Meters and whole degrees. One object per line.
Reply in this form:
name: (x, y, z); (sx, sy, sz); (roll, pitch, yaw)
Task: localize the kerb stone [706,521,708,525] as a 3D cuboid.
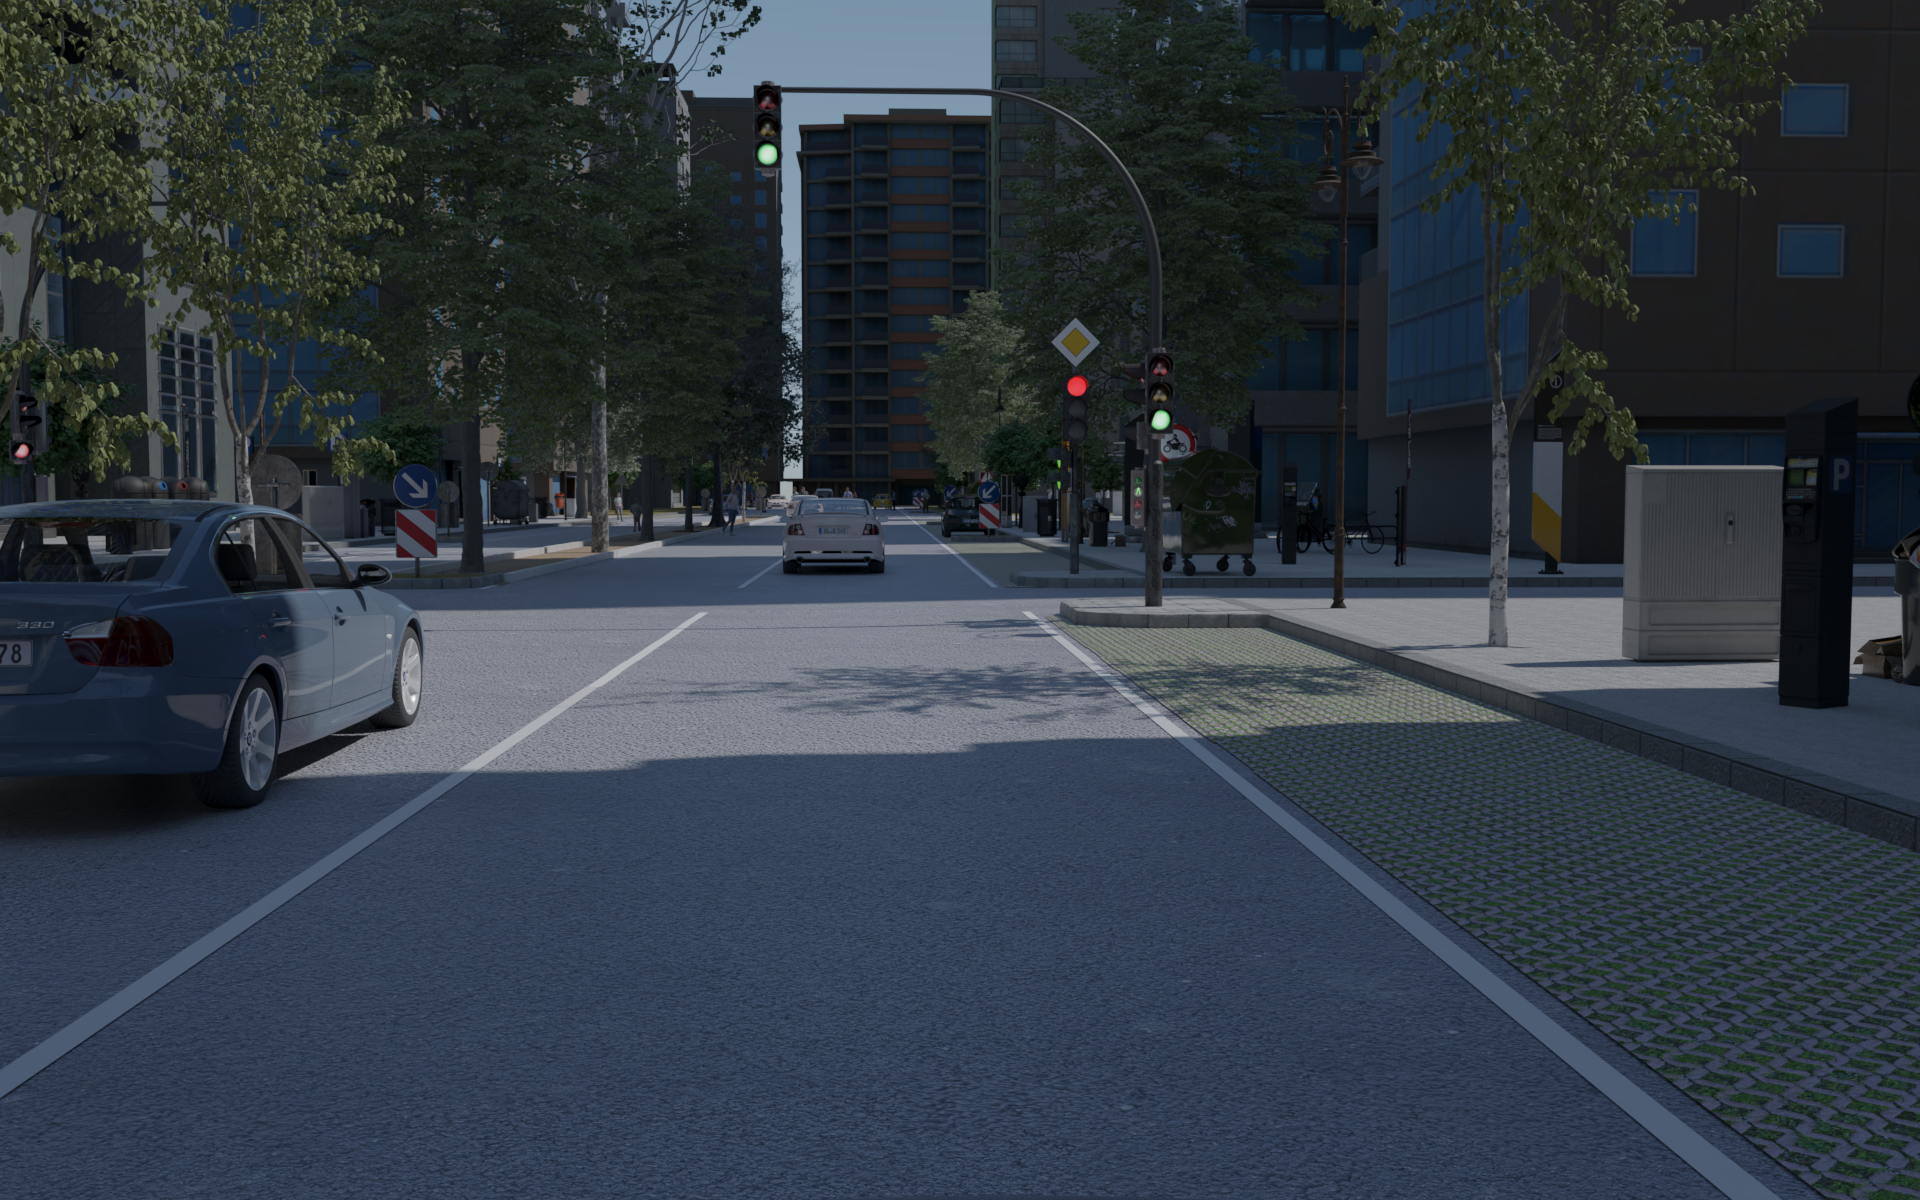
kerb stone: (-11.789, -3.507, 79.533); (0.120, 0.150, 1.000); (0, 4, -3)

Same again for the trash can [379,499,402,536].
trash can: (-17.419, -2.531, 53.040); (0.748, 1.137, 0.748); (0, 3, 0)

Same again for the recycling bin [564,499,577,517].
recycling bin: (-21.628, -5.150, 96.755); (0.722, 1.027, 0.722); (2, 4, 24)

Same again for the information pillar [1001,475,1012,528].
information pillar: (1.763, -3.733, 65.534); (0.304, 2.012, 0.304); (3, 5, 41)

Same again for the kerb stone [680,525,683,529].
kerb stone: (-11.316, -2.880, 69.291); (0.120, 0.150, 1.000); (0, 4, -3)

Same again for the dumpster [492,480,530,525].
dumpster: (-18.569, -4.024, 71.555); (1.264, 1.857, 1.865); (0, 4, -3)

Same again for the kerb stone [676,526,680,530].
kerb stone: (-11.273, -2.818, 68.269); (0.120, 0.150, 1.000); (0, 4, -3)

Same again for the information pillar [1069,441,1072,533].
information pillar: (3.524, -3.927, 55.559); (0.183, 3.616, 0.504); (-1, 4, -19)

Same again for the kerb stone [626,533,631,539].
kerb stone: (-10.659, -2.001, 54.947); (0.120, 0.150, 1.000); (0, 4, -3)

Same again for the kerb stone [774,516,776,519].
kerb stone: (-10.449, -4.511, 95.953); (0.120, 0.150, 1.000); (0, 4, -3)

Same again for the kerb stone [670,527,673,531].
kerb stone: (-11.182, -2.693, 66.219); (0.120, 0.150, 1.000); (0, 4, -3)

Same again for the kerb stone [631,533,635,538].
kerb stone: (-10.703, -2.066, 55.968); (0.120, 0.150, 1.000); (0, 4, -3)

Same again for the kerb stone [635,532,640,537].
kerb stone: (-10.749, -2.126, 56.989); (0.120, 0.150, 1.000); (0, 4, -3)

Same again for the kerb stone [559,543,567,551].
kerb stone: (-10.135, -1.314, 43.680); (0.120, 0.150, 1.000); (0, 4, -3)

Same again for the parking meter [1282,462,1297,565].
parking meter: (6.007, -1.582, 31.577); (0.255, 1.863, 0.399); (1, 4, 9)

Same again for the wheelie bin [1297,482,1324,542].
wheelie bin: (9.252, -2.339, 46.146); (0.693, 1.594, 0.980); (-3, 4, -38)

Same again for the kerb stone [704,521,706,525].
kerb stone: (-11.744, -3.444, 78.512); (0.120, 0.150, 1.000); (0, 4, -3)

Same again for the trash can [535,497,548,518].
trash can: (-22.057, -4.868, 91.241); (0.748, 1.137, 0.748); (0, 3, 0)

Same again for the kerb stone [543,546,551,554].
kerb stone: (-10.039, -1.189, 41.632); (0.120, 0.150, 1.000); (0, 4, -3)

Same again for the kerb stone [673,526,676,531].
kerb stone: (-11.226, -2.756, 67.248); (0.120, 0.150, 1.000); (0, 4, -3)

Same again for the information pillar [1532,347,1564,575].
information pillar: (9.380, -2.217, 27.596); (0.504, 3.616, 0.183); (-1, 4, -12)

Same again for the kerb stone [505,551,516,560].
kerb stone: (-9.849, -0.939, 37.545); (0.120, 0.150, 1.000); (0, 4, -3)

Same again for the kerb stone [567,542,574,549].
kerb stone: (-10.180, -1.373, 44.701); (0.120, 0.150, 1.000); (0, 4, -3)

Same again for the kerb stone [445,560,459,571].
kerb stone: (-9.614, -0.626, 32.423); (0.120, 0.150, 1.000); (0, 4, -3)

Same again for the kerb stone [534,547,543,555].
kerb stone: (-9.997, -1.126, 40.608); (0.120, 0.150, 1.000); (0, 4, -3)

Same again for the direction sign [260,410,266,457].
direction sign: (-18.866, -3.361, 46.948); (0.379, 3.537, 0.876); (-1, 4, -15)

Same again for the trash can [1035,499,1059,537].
trash can: (2.624, -2.480, 52.199); (0.748, 1.137, 0.748); (0, 3, 0)

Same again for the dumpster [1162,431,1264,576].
dumpster: (3.946, -1.543, 27.719); (1.502, 2.255, 1.985); (0, 4, -3)

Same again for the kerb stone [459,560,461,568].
kerb stone: (-9.659, -0.688, 33.448); (0.120, 0.150, 1.000); (0, 4, -3)

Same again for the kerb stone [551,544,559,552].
kerb stone: (-10.088, -1.252, 42.658); (0.120, 0.150, 1.000); (0, 4, -3)

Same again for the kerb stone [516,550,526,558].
kerb stone: (-9.893, -1.001, 38.567); (0.120, 0.150, 1.000); (0, 4, -3)

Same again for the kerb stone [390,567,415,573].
kerb stone: (-9.480, -0.436, 29.339); (0.120, 0.150, 1.000); (0, 4, -3)

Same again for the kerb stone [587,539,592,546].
kerb stone: (-10.320, -1.565, 47.788); (0.120, 0.150, 1.000); (0, 4, -3)

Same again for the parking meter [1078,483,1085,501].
parking meter: (5.363, -4.379, 77.301); (0.399, 1.863, 0.255); (3, 5, 43)

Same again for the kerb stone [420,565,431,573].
kerb stone: (-9.522, -0.500, 30.373); (0.120, 0.150, 1.000); (0, 4, -3)

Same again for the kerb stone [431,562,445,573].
kerb stone: (-9.569, -0.563, 31.402); (0.120, 0.150, 1.000); (0, 4, -3)

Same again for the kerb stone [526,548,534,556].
kerb stone: (-9.946, -1.064, 39.587); (0.120, 0.150, 1.000); (0, 4, -3)

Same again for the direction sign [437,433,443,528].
direction sign: (-19.410, -4.444, 64.650); (0.379, 3.537, 0.876); (-2, 4, -27)

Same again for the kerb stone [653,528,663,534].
kerb stone: (-11.029, -2.504, 63.139); (0.120, 0.150, 1.000); (0, 4, -3)

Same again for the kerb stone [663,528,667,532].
kerb stone: (-11.077, -2.564, 64.163); (0.120, 0.150, 1.000); (0, 4, -3)

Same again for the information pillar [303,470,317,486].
information pillar: (-19.575, -2.919, 52.222); (0.304, 2.012, 0.304); (3, 5, 41)

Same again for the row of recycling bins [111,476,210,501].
row of recycling bins: (-18.790, -2.054, 40.700); (1.069, 1.692, 3.534); (0, 4, 3)

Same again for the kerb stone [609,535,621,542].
kerb stone: (-10.564, -1.875, 52.901); (0.120, 0.150, 1.000); (0, 4, -3)

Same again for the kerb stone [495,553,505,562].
kerb stone: (-9.809, -0.876, 36.524); (0.120, 0.150, 1.000); (0, 4, -3)

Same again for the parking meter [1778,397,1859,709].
parking meter: (5.167, -0.289, 10.438); (0.399, 1.863, 0.255); (-2, 4, -31)

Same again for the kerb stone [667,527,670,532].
kerb stone: (-11.127, -2.629, 65.186); (0.120, 0.150, 1.000); (0, 4, -3)

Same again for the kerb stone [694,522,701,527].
kerb stone: (-11.643, -3.319, 76.463); (0.120, 0.150, 1.000); (0, 4, -3)

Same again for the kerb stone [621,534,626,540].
kerb stone: (-10.608, -1.941, 53.924); (0.120, 0.150, 1.000); (0, 4, -3)

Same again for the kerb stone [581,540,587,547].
kerb stone: (-10.285, -1.498, 46.761); (0.120, 0.150, 1.000); (0, 4, -3)

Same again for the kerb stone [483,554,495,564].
kerb stone: (-9.759, -0.812, 35.503); (0.120, 0.150, 1.000); (0, 4, -3)

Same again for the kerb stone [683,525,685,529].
kerb stone: (-11.367, -2.936, 70.323); (0.120, 0.150, 1.000); (0, 4, -3)

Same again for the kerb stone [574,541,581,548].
kerb stone: (-10.227, -1.439, 45.728); (0.120, 0.150, 1.000); (0, 4, -3)

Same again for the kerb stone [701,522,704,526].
kerb stone: (-11.696, -3.382, 77.486); (0.120, 0.150, 1.000); (0, 4, -3)

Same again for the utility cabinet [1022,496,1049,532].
utility cabinet: (2.530, -2.879, 58.226); (0.306, 1.237, 1.020); (-3, 4, -38)

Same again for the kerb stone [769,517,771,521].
kerb stone: (-10.260, -4.261, 91.861); (0.120, 0.150, 1.000); (0, 4, -3)
